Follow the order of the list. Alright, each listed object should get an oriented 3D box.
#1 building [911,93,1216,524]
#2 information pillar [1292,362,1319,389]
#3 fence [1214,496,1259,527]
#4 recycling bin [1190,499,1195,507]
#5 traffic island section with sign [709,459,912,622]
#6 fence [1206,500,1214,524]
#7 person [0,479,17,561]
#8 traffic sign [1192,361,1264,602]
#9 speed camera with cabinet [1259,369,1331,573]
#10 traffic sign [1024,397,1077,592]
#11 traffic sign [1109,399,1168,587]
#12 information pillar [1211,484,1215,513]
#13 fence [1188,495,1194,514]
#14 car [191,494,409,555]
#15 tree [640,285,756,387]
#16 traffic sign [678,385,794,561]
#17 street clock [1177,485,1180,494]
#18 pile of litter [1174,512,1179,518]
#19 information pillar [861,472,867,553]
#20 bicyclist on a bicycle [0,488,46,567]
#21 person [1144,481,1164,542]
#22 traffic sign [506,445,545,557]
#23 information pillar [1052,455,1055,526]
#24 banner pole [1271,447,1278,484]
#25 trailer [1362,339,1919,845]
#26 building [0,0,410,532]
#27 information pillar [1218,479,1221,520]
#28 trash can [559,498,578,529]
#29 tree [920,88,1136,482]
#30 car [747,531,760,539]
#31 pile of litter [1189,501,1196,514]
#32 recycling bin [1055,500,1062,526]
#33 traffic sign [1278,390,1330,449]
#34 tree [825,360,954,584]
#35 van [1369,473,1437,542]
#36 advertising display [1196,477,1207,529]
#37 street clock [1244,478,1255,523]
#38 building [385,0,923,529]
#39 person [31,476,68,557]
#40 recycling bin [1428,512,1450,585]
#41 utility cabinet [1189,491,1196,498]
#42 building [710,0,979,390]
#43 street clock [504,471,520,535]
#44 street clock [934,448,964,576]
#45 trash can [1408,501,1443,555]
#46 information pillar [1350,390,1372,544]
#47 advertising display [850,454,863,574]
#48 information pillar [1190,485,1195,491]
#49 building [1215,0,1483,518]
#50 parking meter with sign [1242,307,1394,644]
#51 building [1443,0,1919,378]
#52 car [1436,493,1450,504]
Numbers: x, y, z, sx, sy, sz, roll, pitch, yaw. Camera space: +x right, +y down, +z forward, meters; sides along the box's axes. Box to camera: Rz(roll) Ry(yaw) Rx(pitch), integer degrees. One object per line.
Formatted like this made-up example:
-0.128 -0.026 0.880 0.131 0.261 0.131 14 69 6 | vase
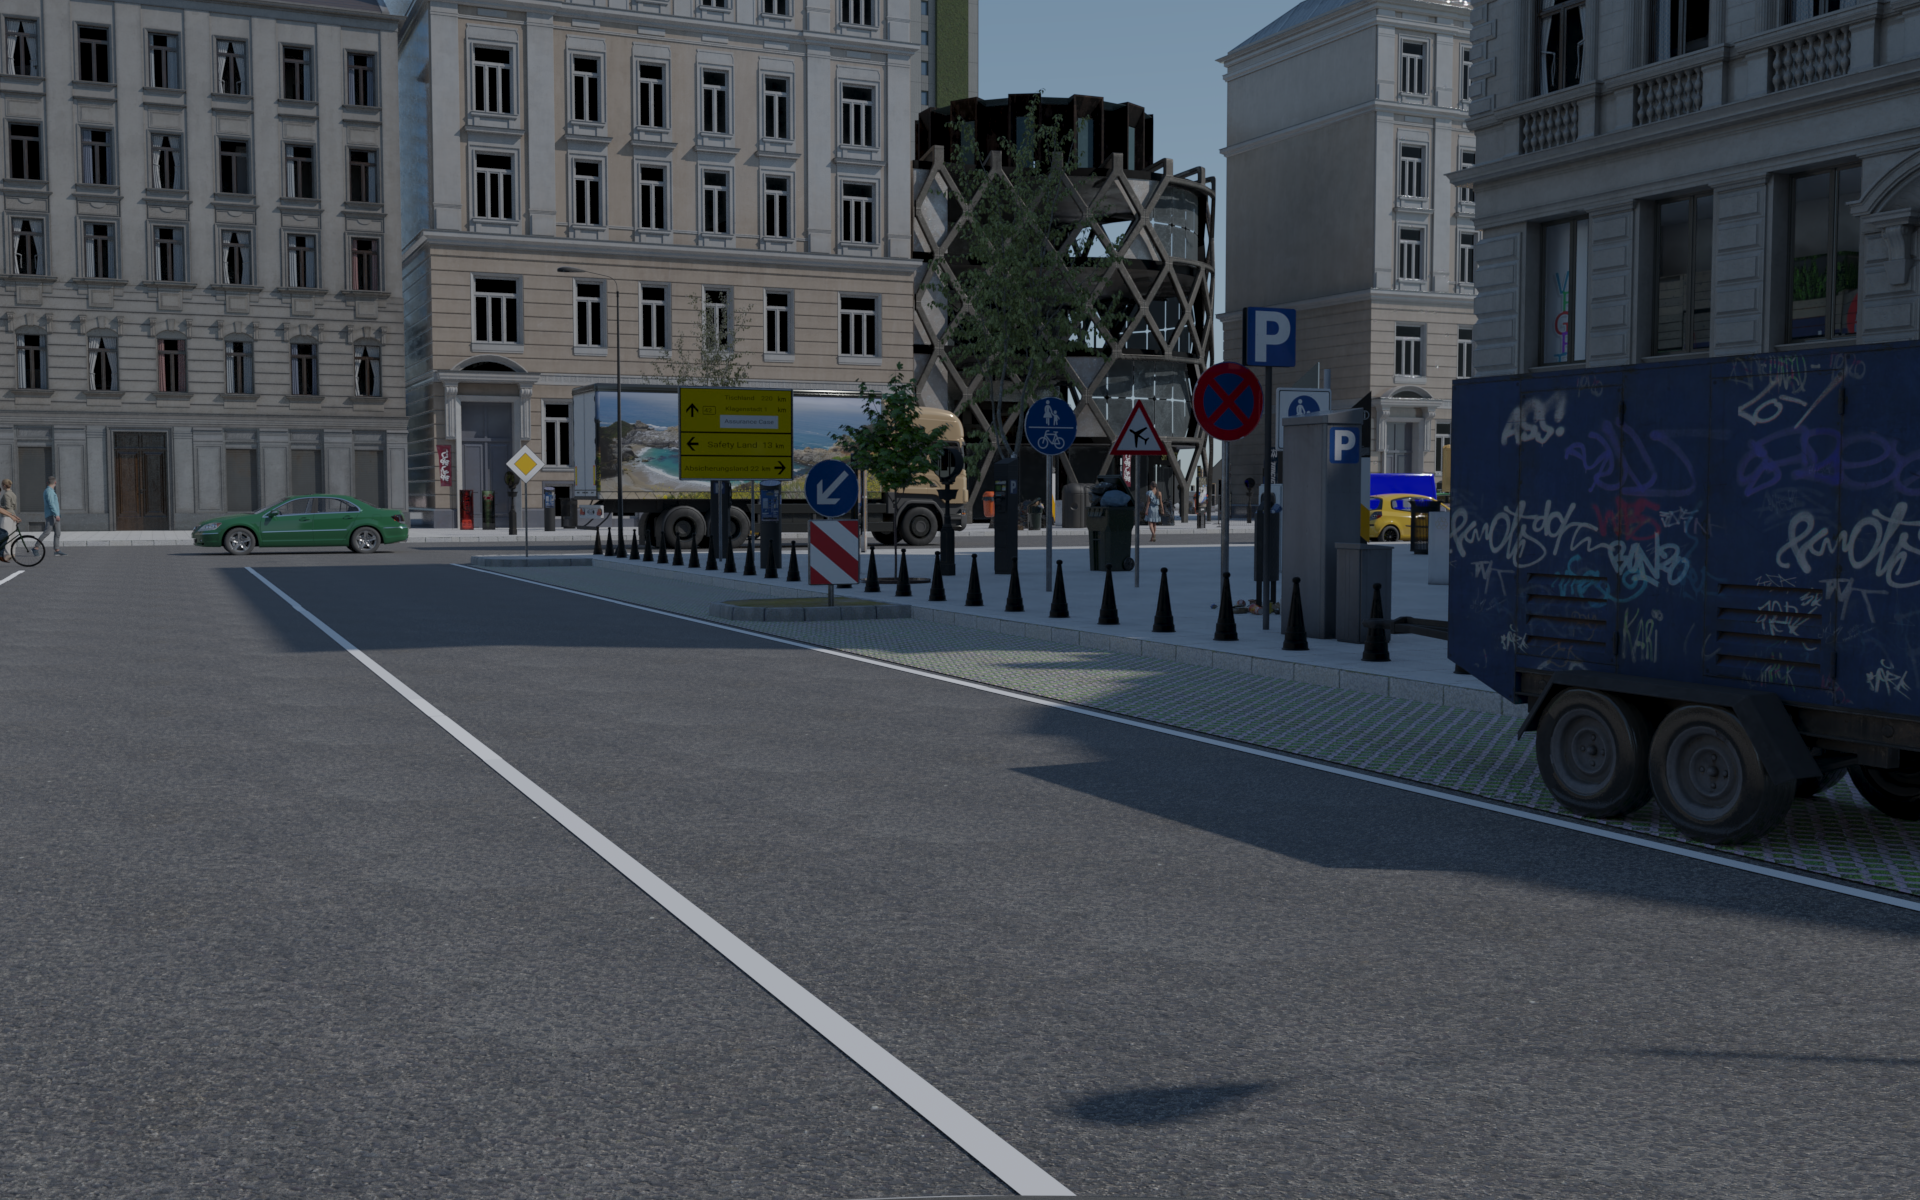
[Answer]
3.064 -13.117 81.911 16.811 18.784 16.820 -2 4 -25 | building
6.174 -2.422 30.961 0.504 3.616 0.183 2 4 24 | information pillar
11.038 -3.395 66.707 2.264 1.192 0.480 0 4 5 | fence
15.969 -6.553 119.693 0.722 1.027 0.722 2 4 26 | recycling bin
-1.866 -0.715 20.325 1.989 1.847 2.006 -2 4 -25 | traffic island section with sign
10.806 -3.860 74.312 0.480 1.192 2.264 0 4 -7 | fence
-20.538 -1.727 37.291 0.362 1.759 0.519 0 4 -8 | person
2.567 -1.018 16.746 0.768 2.556 0.104 -1 4 -19 | traffic sign
5.486 -2.066 28.120 0.660 3.252 2.038 -1 4 -12 | speed camera with cabinet
1.172 -1.384 22.727 0.768 2.556 0.104 -2 4 -24 | traffic sign
2.433 -1.452 23.752 0.884 2.594 0.081 -1 4 -21 | traffic sign
17.598 -7.094 120.484 0.304 2.012 0.304 0 4 1 | information pillar
14.644 -6.047 110.066 0.480 1.192 2.264 0 4 -3 | fence
-15.878 -1.835 41.805 4.920 1.459 2.131 -2 4 -25 | car
-9.013 -6.789 61.367 4.360 8.622 3.978 0 3 0 | tree
-4.254 -2.391 32.964 2.265 3.308 0.079 -2 4 -24 | traffic sign
15.996 -7.401 125.574 0.471 2.002 0.358 2 4 27 | street clock
11.026 -4.863 93.468 1.719 0.858 1.176 1 4 18 | pile of litter
-2.210 -2.052 38.038 0.304 2.012 0.304 0 4 4 | information pillar
-18.754 -1.453 33.783 1.625 1.676 1.499 -2 4 -24 | bicyclist on a bicycle
5.824 -2.642 51.792 0.616 1.811 0.778 0 4 -7 | person
-8.814 -1.928 35.166 0.795 2.450 0.064 -2 4 -25 | traffic sign
3.765 -4.823 70.213 0.183 3.616 0.504 1 4 16 | information pillar
14.487 -5.558 80.892 0.863 3.779 0.401 3 4 39 | banner pole
3.200 -0.073 8.239 1.471 1.999 3.904 -2 4 -26 | trailer
-30.302 -13.118 63.628 18.267 20.994 9.793 -2 4 -25 | building
13.025 -4.991 86.101 0.304 2.012 0.304 3 4 38 | information pillar
-14.437 -3.202 64.001 0.748 1.137 0.748 0 3 0 | trash can
1.095 -5.026 32.538 4.737 8.622 4.395 0 3 0 | tree
-7.517 -2.670 53.877 3.980 1.641 2.015 -2 4 -27 | car
14.717 -6.038 112.690 1.719 0.858 1.176 -2 4 -27 | pile of litter
4.256 -3.457 69.070 0.722 1.027 0.722 2 4 28 | recycling bin
3.312 -0.899 16.822 0.606 2.300 0.079 -1 4 -21 | traffic sign
-0.822 -1.858 24.983 1.663 3.219 1.824 0 3 0 | tree
11.358 -2.827 50.609 5.245 2.365 2.240 -2 4 -24 | van
8.959 -3.612 64.264 0.123 1.923 0.974 2 4 26 | advertising display
12.693 -4.366 75.946 0.471 2.002 0.358 0 4 3 | street clock
-13.284 -17.559 72.988 20.117 28.700 13.634 -2 4 -25 | building
-21.005 -1.930 39.914 0.748 1.841 0.638 -1 4 -19 | person
7.102 -0.740 24.652 0.722 1.027 0.722 2 4 28 | recycling bin
17.218 -7.241 127.073 0.318 1.500 1.173 -2 4 -32 | utility cabinet
-14.440 -39.198 182.880 28.212 58.520 21.231 -2 4 -25 | building
-14.004 -3.036 54.201 0.471 2.002 0.358 2 4 33 | street clock
-0.197 -1.384 27.202 0.471 2.002 0.358 2 4 34 | street clock
9.891 -1.540 36.828 0.748 1.137 0.748 0 3 0 | trash can
9.084 -2.932 39.296 0.504 3.616 0.183 0 4 6 | information pillar
-1.653 -1.376 27.716 0.123 1.923 0.974 0 4 1 | advertising display
19.191 -8.458 142.785 0.304 2.012 0.304 2 4 30 | information pillar
25.602 -18.672 91.197 20.117 28.700 13.634 -2 4 -25 | building
3.231 -1.179 15.541 0.543 3.016 1.738 -2 4 -24 | parking meter with sign
17.111 -11.894 23.352 11.050 23.489 19.941 -2 4 -25 | building
16.785 -3.262 62.133 4.718 1.807 1.959 -2 4 -23 | car
